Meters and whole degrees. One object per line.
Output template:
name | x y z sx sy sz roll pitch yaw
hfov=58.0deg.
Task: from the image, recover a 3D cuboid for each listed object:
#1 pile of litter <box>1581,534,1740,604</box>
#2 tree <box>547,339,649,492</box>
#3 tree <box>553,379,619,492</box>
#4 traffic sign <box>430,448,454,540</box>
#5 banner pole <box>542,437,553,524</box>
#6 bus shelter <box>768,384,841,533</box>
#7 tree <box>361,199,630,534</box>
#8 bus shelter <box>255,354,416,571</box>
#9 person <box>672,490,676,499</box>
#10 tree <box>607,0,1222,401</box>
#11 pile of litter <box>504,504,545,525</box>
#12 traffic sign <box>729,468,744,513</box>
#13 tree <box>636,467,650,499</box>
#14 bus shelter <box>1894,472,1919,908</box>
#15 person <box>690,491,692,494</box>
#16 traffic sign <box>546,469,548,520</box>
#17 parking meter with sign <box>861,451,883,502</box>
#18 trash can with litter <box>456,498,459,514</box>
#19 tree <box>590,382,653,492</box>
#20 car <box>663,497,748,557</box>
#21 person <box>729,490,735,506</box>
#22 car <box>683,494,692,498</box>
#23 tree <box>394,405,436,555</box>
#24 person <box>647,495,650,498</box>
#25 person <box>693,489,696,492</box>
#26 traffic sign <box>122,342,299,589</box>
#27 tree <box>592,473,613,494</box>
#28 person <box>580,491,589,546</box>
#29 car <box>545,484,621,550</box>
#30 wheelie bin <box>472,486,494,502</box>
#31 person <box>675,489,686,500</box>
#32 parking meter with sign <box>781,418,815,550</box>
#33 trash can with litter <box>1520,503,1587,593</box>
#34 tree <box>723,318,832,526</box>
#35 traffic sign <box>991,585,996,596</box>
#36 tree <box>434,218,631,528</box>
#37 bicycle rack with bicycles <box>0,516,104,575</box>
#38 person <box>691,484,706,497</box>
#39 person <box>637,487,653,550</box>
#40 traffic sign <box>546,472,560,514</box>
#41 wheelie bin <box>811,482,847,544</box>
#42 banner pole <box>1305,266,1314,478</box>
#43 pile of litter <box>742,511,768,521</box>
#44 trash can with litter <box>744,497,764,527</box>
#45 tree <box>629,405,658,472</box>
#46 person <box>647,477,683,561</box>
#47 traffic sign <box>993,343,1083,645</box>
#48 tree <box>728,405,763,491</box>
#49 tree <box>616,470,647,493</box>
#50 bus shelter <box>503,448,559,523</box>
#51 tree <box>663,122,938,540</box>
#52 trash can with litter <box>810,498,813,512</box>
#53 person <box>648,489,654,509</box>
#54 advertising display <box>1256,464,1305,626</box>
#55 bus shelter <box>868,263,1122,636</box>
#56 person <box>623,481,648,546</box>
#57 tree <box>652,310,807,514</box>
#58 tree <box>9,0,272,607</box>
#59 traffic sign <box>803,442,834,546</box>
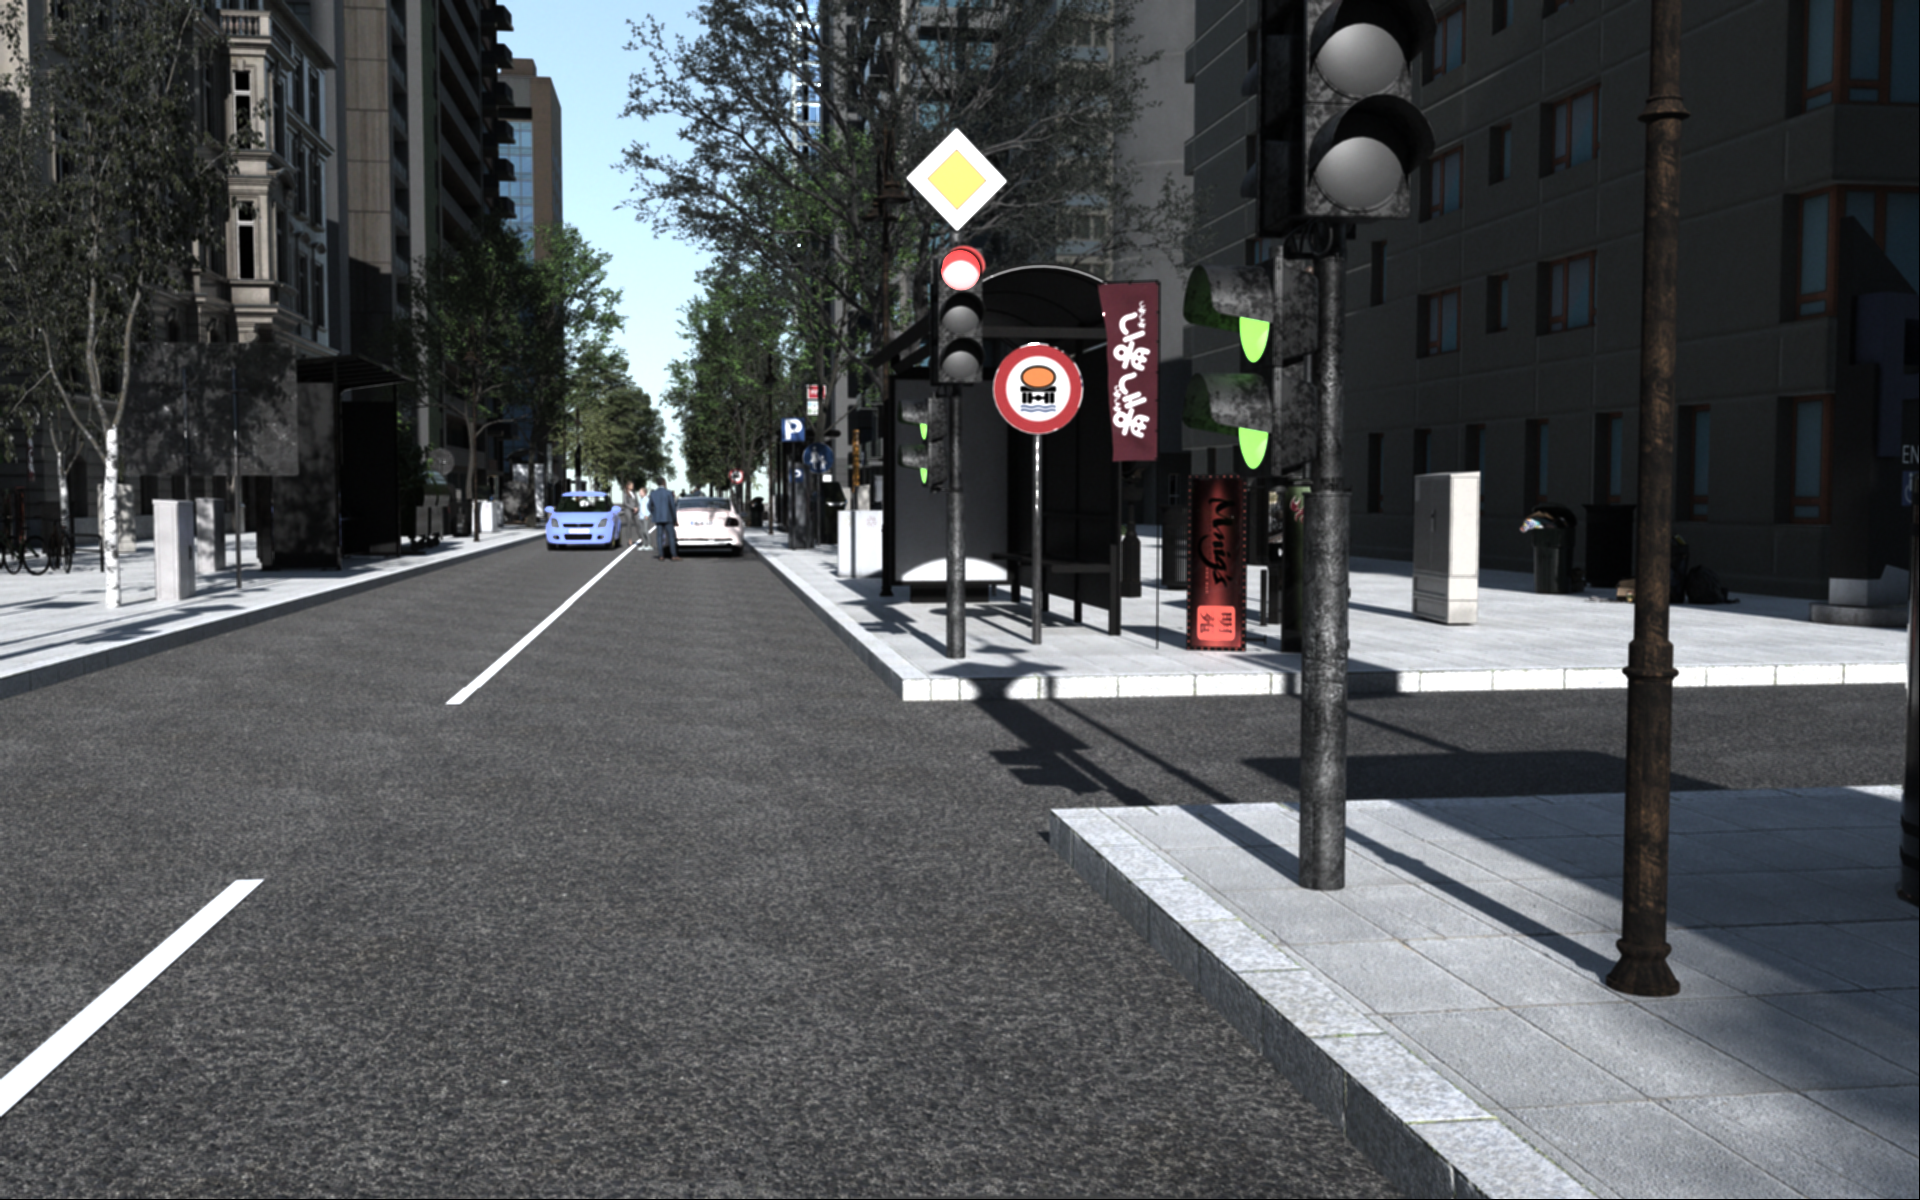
pile of litter | 8.345 -0.406 20.608 1.719 0.858 1.176 2 4 26
tree | -26.634 -12.767 126.866 7.486 12.596 7.792 0 3 0
tree | -23.387 -9.722 109.324 4.737 8.622 4.395 0 3 0
traffic sign | -14.348 -2.920 47.844 0.768 2.556 0.104 0 4 -3
banner pole | -17.886 -5.211 75.210 0.401 3.779 0.863 -3 5 -42
bus shelter | -5.569 -5.089 60.838 2.179 5.291 8.768 -1 4 -9
tree | -15.241 -7.339 54.399 7.601 10.594 8.767 0 4 1
bus shelter | -11.379 -2.487 31.941 1.731 3.624 6.357 -1 4 -9
person | -31.510 -11.143 190.619 0.705 1.831 1.348 -2 4 -32
tree | -1.080 -7.313 29.938 12.009 13.543 11.850 0 3 0
pile of litter | -18.322 -3.584 72.570 1.719 0.858 1.176 1 4 10
traffic sign | -11.024 -5.225 85.534 0.768 2.556 0.104 0 4 -2
tree | -40.531 -16.330 217.364 4.360 8.622 3.978 0 3 0
bus shelter | 3.759 -1.448 1.302 2.179 5.291 8.768 -1 4 -9
person | -22.644 -8.368 146.028 1.217 1.735 0.721 1 4 13
traffic sign | -20.615 -5.277 86.380 0.768 2.556 0.104 0 4 -7
parking meter with sign | -3.137 -4.580 71.150 1.738 3.016 0.543 -1 4 -15
trash can with litter | -17.968 -2.988 60.242 1.055 1.170 0.624 1 4 21
tree | -33.599 -15.929 177.445 9.611 12.733 9.660 0 3 0
car | -6.031 -1.740 40.805 2.083 1.381 4.827 0 4 -7
person | -21.825 -9.655 166.363 1.348 1.823 0.705 3 5 43
car | -17.588 -6.280 114.483 2.131 1.459 4.920 0 4 -7
tree | -12.023 -2.576 36.713 1.663 3.219 1.824 0 3 0
person | -22.587 -7.118 124.755 0.599 1.838 0.709 -2 4 -29
person | -13.104 -4.658 85.667 0.512 1.701 0.522 3 5 39
traffic sign | -10.089 -1.802 23.344 2.265 3.308 0.079 0 4 -5
tree | -27.339 -8.504 133.643 1.663 3.219 1.824 0 3 0
person | -10.321 -2.233 47.610 0.503 1.515 0.523 1 4 21
car | -9.798 -2.178 45.201 1.945 1.707 3.694 0 4 -7
wheelie bin | -17.859 -3.475 64.725 0.980 1.594 0.693 0 4 -3
person | -20.440 -7.305 127.956 1.348 1.822 0.705 -1 4 -21
parking meter with sign | -3.726 -2.700 40.403 0.543 3.016 1.738 0 4 5
trash can with litter | 7.749 -0.681 22.519 0.624 1.170 1.055 3 4 37
tree | -7.398 -7.254 68.966 4.360 8.622 3.978 0 3 0
traffic sign | 0.426 -1.328 21.716 0.884 2.594 0.081 0 4 -5
tree | -15.980 -8.507 64.850 9.928 11.665 9.643 0 3 0
bicycle rack with bicycles | -15.320 -0.905 28.179 2.925 0.926 2.852 3 5 42
person | -10.302 -3.634 67.899 0.794 1.824 0.713 1 4 8
person | -8.092 -2.085 44.393 0.330 1.601 0.589 -2 4 -32
traffic sign | -20.136 -5.161 85.575 0.795 2.450 0.064 0 4 -8
wheelie bin | -3.395 -2.237 44.484 0.980 1.594 0.693 -3 4 -37
banner pole | 3.882 -1.795 19.365 0.401 3.779 0.863 1 4 11
pile of litter | -9.916 -4.296 84.201 1.719 0.858 1.176 -1 4 -22
trash can with litter | -8.026 -3.403 67.027 0.624 1.170 1.055 -3 4 -38
tree | -31.393 -13.803 160.087 7.601 10.594 8.767 0 4 -3
person | -6.337 -1.742 37.159 0.721 1.800 0.419 0 4 1
traffic sign | 0.657 -0.894 14.724 0.768 2.556 0.104 0 4 -4
tree | -15.837 -10.679 124.962 4.737 8.622 4.395 0 3 0
tree | -38.910 -13.719 208.025 4.285 4.588 4.351 0 3 0
bus shelter | -19.652 -5.240 79.603 2.014 3.302 5.546 -1 4 -9
tree | -3.926 -7.520 48.712 9.928 11.665 9.643 0 3 0
trash can with litter | -4.514 -2.388 50.439 0.624 1.170 1.055 1 4 16
person | -24.545 -7.933 138.210 1.348 1.823 0.705 -3 5 -44
advertising display | 3.179 -0.730 17.157 0.123 1.923 0.974 2 4 32
bus shelter | 0.328 -1.468 17.926 2.014 3.302 5.546 -1 4 -9
person | -8.956 -2.380 47.694 0.573 1.790 0.520 1 4 23
tree | -13.533 -11.521 105.374 9.611 12.733 9.660 0 3 0
tree | -9.758 -4.235 19.603 4.360 8.622 3.978 0 3 0
traffic sign | -3.485 -2.604 42.687 0.768 2.556 0.104 0 4 -3
